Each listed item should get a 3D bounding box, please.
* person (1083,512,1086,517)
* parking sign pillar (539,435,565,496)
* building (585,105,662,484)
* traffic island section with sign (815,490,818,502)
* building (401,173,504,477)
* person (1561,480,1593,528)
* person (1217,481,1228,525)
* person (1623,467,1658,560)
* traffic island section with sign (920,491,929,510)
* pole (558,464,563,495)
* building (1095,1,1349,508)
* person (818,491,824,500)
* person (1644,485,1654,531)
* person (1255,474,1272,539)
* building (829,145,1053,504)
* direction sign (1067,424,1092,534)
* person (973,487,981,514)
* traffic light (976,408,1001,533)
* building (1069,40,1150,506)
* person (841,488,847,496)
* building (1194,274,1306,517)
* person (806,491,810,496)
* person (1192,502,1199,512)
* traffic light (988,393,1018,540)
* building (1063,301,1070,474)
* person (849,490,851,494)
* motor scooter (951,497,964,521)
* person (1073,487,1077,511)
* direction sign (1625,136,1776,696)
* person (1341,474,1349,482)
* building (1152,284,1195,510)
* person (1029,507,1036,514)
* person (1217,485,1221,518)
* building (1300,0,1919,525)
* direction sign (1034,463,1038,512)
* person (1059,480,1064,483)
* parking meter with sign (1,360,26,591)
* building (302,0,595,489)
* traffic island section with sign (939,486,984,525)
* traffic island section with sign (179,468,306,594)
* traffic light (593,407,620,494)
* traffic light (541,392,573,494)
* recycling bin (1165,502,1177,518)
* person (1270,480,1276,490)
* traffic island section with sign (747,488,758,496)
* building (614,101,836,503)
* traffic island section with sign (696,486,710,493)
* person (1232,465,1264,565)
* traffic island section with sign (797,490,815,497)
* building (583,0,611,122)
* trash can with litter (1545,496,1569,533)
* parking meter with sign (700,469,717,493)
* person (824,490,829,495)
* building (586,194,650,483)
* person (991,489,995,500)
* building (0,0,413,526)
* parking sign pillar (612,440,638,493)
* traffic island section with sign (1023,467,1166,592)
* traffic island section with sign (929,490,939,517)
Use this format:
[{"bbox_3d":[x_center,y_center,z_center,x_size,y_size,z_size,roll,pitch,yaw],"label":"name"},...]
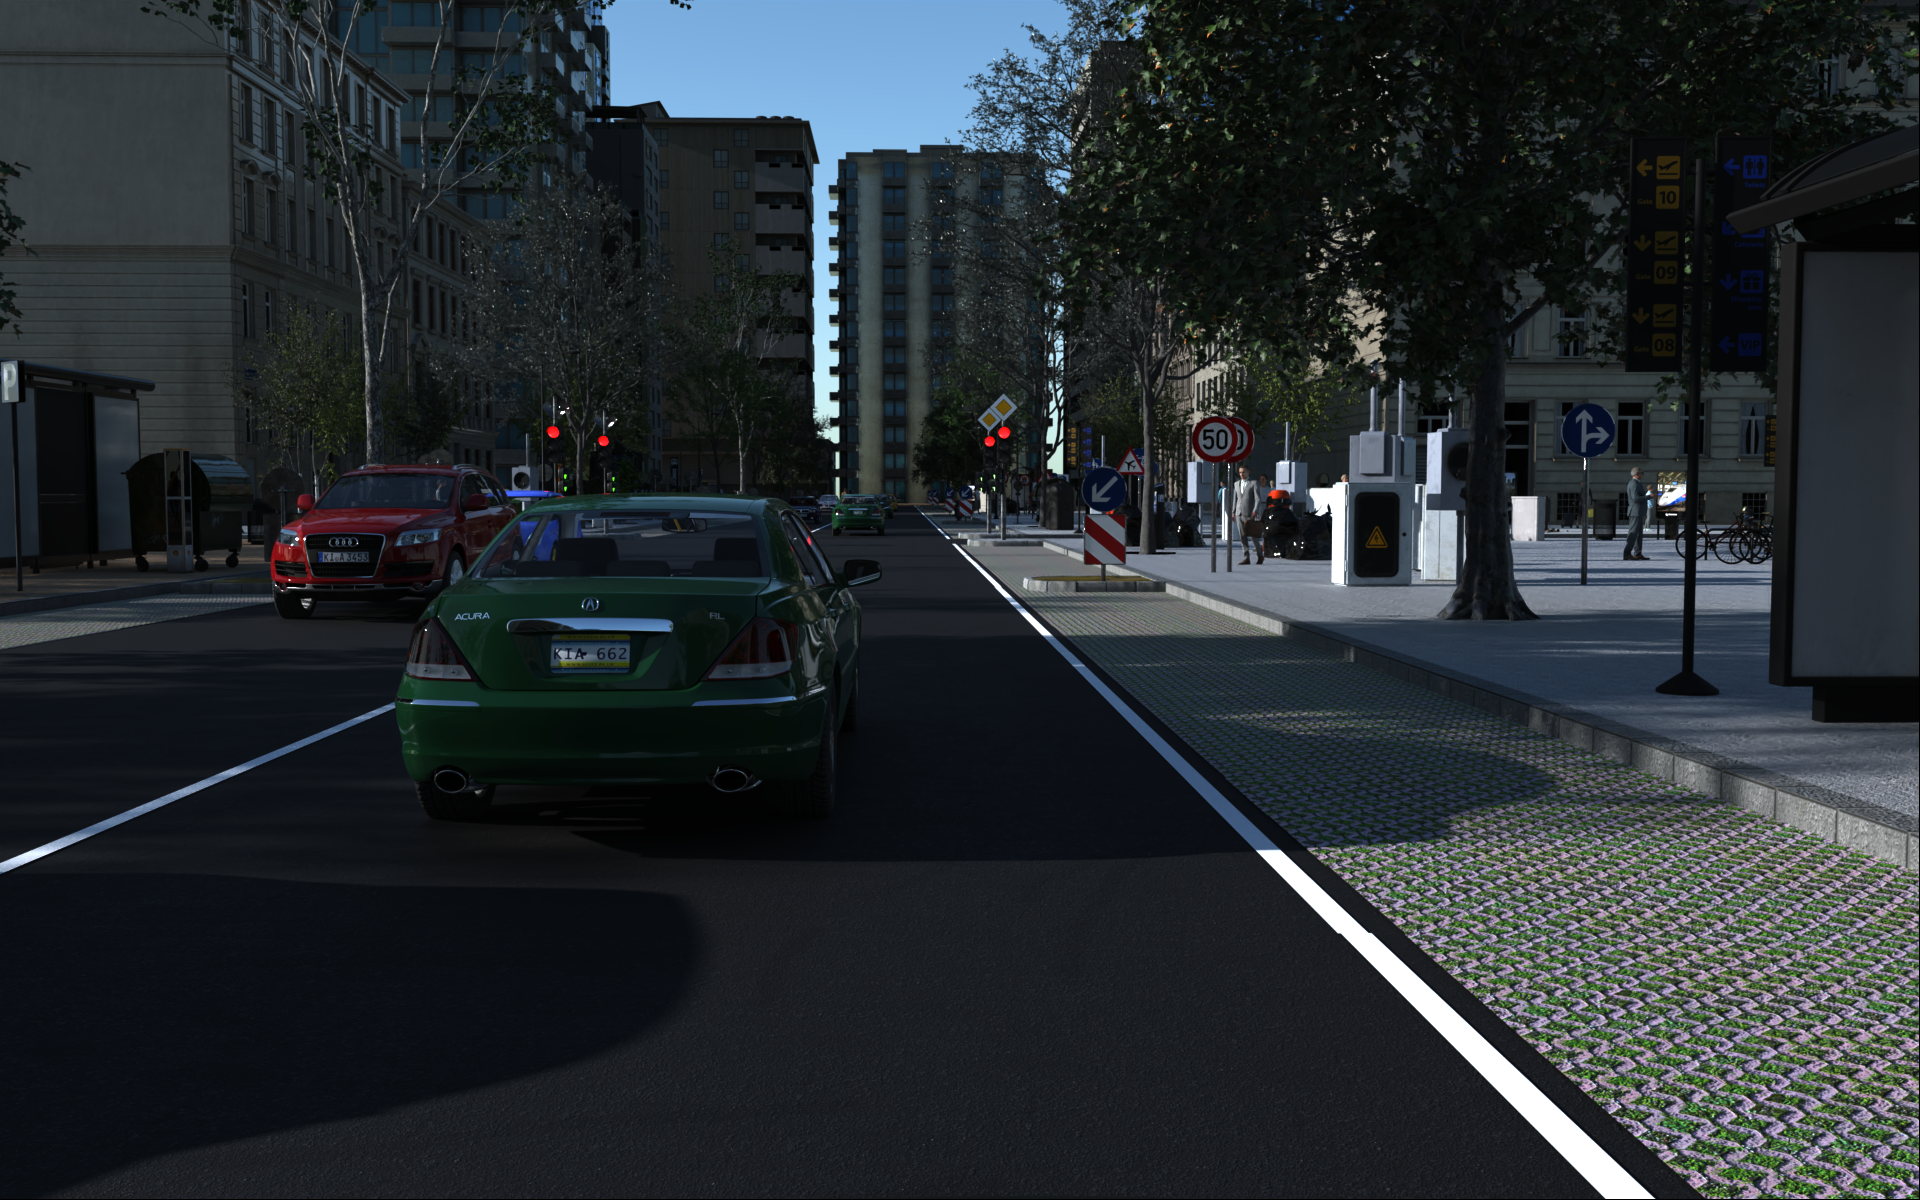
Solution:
[{"bbox_3d":[6.943,-5.229,92.280,0.760,1.731,0.466,-2,4,-29],"label":"person"},{"bbox_3d":[-18.426,-5.482,78.105,1.447,3.967,1.447,2,4,29],"label":"parking sign pillar"},{"bbox_3d":[-39.466,-30.659,184.875,14.086,41.232,14.154,0,4,-2],"label":"building"},{"bbox_3d":[-15.405,-10.775,184.797,1.989,1.847,2.006,0,4,-2],"label":"traffic island section with sign"},{"bbox_3d":[-35.347,-16.374,103.864,11.583,22.565,21.152,0,4,-2],"label":"building"},{"bbox_3d":[23.272,-3.599,65.109,0.699,1.804,1.509,0,4,-6],"label":"person"},{"bbox_3d":[10.958,-4.032,71.832,0.638,1.841,0.748,-1,4,-8],"label":"person"},{"bbox_3d":[13.197,-1.674,33.591,0.590,1.801,0.661,1,4,17],"label":"person"},{"bbox_3d":[-2.385,-9.144,158.136,1.989,1.847,2.006,0,4,-2],"label":"traffic island section with sign"},{"bbox_3d":[-13.349,-3.910,57.773,0.158,3.312,0.155,0,3,0],"label":"pole"},{"bbox_3d":[25.164,-51.559,155.658,22.319,86.520,31.000,0,4,-2],"label":"building"},{"bbox_3d":[-12.958,-9.520,164.867,1.217,1.735,0.721,2,4,24],"label":"person"},{"bbox_3d":[24.040,-3.212,60.371,0.330,1.601,0.589,1,4,14],"label":"person"},{"bbox_3d":[7.076,-2.076,40.564,0.480,1.755,0.524,0,4,1],"label":"person"},{"bbox_3d":[-2.682,-37.960,240.259,30.456,49.044,23.786,0,4,-2],"label":"building"},{"bbox_3d":[3.873,-3.928,56.215,0.876,3.537,0.379,2,4,27],"label":"direction sign"},{"bbox_3d":[1.050,-6.314,109.499,0.641,1.798,0.478,2,4,25],"label":"person"},{"bbox_3d":[0.933,-4.122,56.321,0.839,4.253,0.868,0,4,-2],"label":"traffic light"},{"bbox_3d":[23.270,-34.209,183.020,21.300,48.544,21.600,0,4,-2],"label":"building"},{"bbox_3d":[-7.988,-6.853,120.462,0.656,1.842,0.836,0,4,7],"label":"person"},{"bbox_3d":[20.448,-15.139,102.279,10.420,20.320,16.860,0,4,-2],"label":"building"},{"bbox_3d":[-15.000,-9.812,169.710,0.721,1.735,1.217,0,4,-3],"label":"person"},{"bbox_3d":[11.210,-4.714,83.133,0.654,1.822,0.581,0,4,-5],"label":"person"},{"bbox_3d":[1.197,-3.634,48.341,0.839,4.253,0.868,0,4,-2],"label":"traffic light"},{"bbox_3d":[27.111,-35.828,240.406,28.867,44.769,22.147,0,4,-2],"label":"building"},{"bbox_3d":[-10.409,-9.561,164.787,0.705,1.831,1.348,-3,5,-41],"label":"person"},{"bbox_3d":[-0.060,-4.592,87.857,0.815,1.314,1.986,0,4,-1],"label":"motor scooter"},{"bbox_3d":[8.406,-7.446,127.880,0.391,1.810,0.635,-2,4,-35],"label":"person"},{"bbox_3d":[4.697,-1.167,11.078,0.876,3.537,0.379,0,4,2],"label":"direction sign"},{"bbox_3d":[10.954,-2.667,49.532,0.818,1.842,0.514,0,4,5],"label":"person"},{"bbox_3d":[19.668,-17.893,121.427,11.050,23.489,19.941,0,4,-2],"label":"building"},{"bbox_3d":[4.772,-6.414,111.032,0.853,1.813,0.709,0,4,-4],"label":"person"},{"bbox_3d":[13.867,-5.341,93.734,0.532,1.782,0.716,-1,4,-11],"label":"person"},{"bbox_3d":[31.447,-14.995,78.458,30.059,22.955,16.112,0,4,-2],"label":"building"},{"bbox_3d":[5.526,-8.154,125.311,0.379,3.537,0.876,1,4,20],"label":"direction sign"},{"bbox_3d":[4.149,-3.905,69.744,0.638,1.841,0.748,0,4,-4],"label":"person"},{"bbox_3d":[-12.929,-1.582,22.120,0.543,3.016,1.738,3,5,40],"label":"parking meter with sign"},{"bbox_3d":[-43.184,-32.109,144.591,23.786,49.044,30.456,0,4,-2],"label":"building"},{"bbox_3d":[0.137,-4.481,81.889,1.989,1.847,2.006,0,4,-2],"label":"traffic island section with sign"},{"bbox_3d":[-10.142,-1.037,25.580,1.989,1.847,2.006,0,4,-2],"label":"traffic island section with sign"},{"bbox_3d":[-11.421,-4.096,55.898,0.839,4.253,0.868,0,4,-2],"label":"traffic light"},{"bbox_3d":[-11.157,-3.608,47.918,0.839,4.253,0.868,0,4,-2],"label":"traffic light"},{"bbox_3d":[6.781,-2.734,57.256,0.722,1.027,0.722,1,4,14],"label":"recycling bin"},{"bbox_3d":[12.694,-3.927,70.129,0.818,1.842,0.514,1,4,16],"label":"person"},{"bbox_3d":[-12.837,-6.052,107.585,1.989,1.847,2.006,0,4,-2],"label":"traffic island section with sign"},{"bbox_3d":[-31.702,-39.865,241.032,27.495,52.752,28.713,0,4,-2],"label":"building"},{"bbox_3d":[-11.951,-4.404,80.632,1.989,1.847,2.006,0,4,-2],"label":"traffic island section with sign"},{"bbox_3d":[5.212,-1.549,31.483,0.709,1.813,0.853,3,4,38],"label":"person"},{"bbox_3d":[-14.505,-9.127,157.857,1.989,1.847,2.006,0,4,-2],"label":"traffic island section with sign"},{"bbox_3d":[-60.859,-56.520,236.774,31.000,86.520,22.319,0,4,-2],"label":"building"},{"bbox_3d":[19.740,-2.912,58.675,1.678,1.210,2.233,1,4,22],"label":"trash can with litter"},{"bbox_3d":[-16.966,-7.515,119.128,1.738,3.016,0.543,0,4,1],"label":"parking meter with sign"},{"bbox_3d":[-11.294,-8.411,146.742,1.217,1.743,0.721,0,4,-1],"label":"person"},{"bbox_3d":[-38.364,-24.270,168.523,14.160,30.474,14.107,0,4,-2],"label":"building"},{"bbox_3d":[2.251,-7.433,128.166,0.643,1.750,0.593,-2,4,-29],"label":"person"},{"bbox_3d":[-35.044,-17.331,80.631,12.463,27.353,25.104,0,4,-2],"label":"building"},{"bbox_3d":[-16.490,-5.919,85.248,1.447,3.967,1.447,2,4,25],"label":"parking sign pillar"},{"bbox_3d":[1.977,-1.066,26.059,1.989,1.847,2.006,0,4,-2],"label":"traffic island section with sign"},{"bbox_3d":[-0.760,-6.129,108.829,1.989,1.847,2.006,0,4,-2],"label":"traffic island section with sign"}]
